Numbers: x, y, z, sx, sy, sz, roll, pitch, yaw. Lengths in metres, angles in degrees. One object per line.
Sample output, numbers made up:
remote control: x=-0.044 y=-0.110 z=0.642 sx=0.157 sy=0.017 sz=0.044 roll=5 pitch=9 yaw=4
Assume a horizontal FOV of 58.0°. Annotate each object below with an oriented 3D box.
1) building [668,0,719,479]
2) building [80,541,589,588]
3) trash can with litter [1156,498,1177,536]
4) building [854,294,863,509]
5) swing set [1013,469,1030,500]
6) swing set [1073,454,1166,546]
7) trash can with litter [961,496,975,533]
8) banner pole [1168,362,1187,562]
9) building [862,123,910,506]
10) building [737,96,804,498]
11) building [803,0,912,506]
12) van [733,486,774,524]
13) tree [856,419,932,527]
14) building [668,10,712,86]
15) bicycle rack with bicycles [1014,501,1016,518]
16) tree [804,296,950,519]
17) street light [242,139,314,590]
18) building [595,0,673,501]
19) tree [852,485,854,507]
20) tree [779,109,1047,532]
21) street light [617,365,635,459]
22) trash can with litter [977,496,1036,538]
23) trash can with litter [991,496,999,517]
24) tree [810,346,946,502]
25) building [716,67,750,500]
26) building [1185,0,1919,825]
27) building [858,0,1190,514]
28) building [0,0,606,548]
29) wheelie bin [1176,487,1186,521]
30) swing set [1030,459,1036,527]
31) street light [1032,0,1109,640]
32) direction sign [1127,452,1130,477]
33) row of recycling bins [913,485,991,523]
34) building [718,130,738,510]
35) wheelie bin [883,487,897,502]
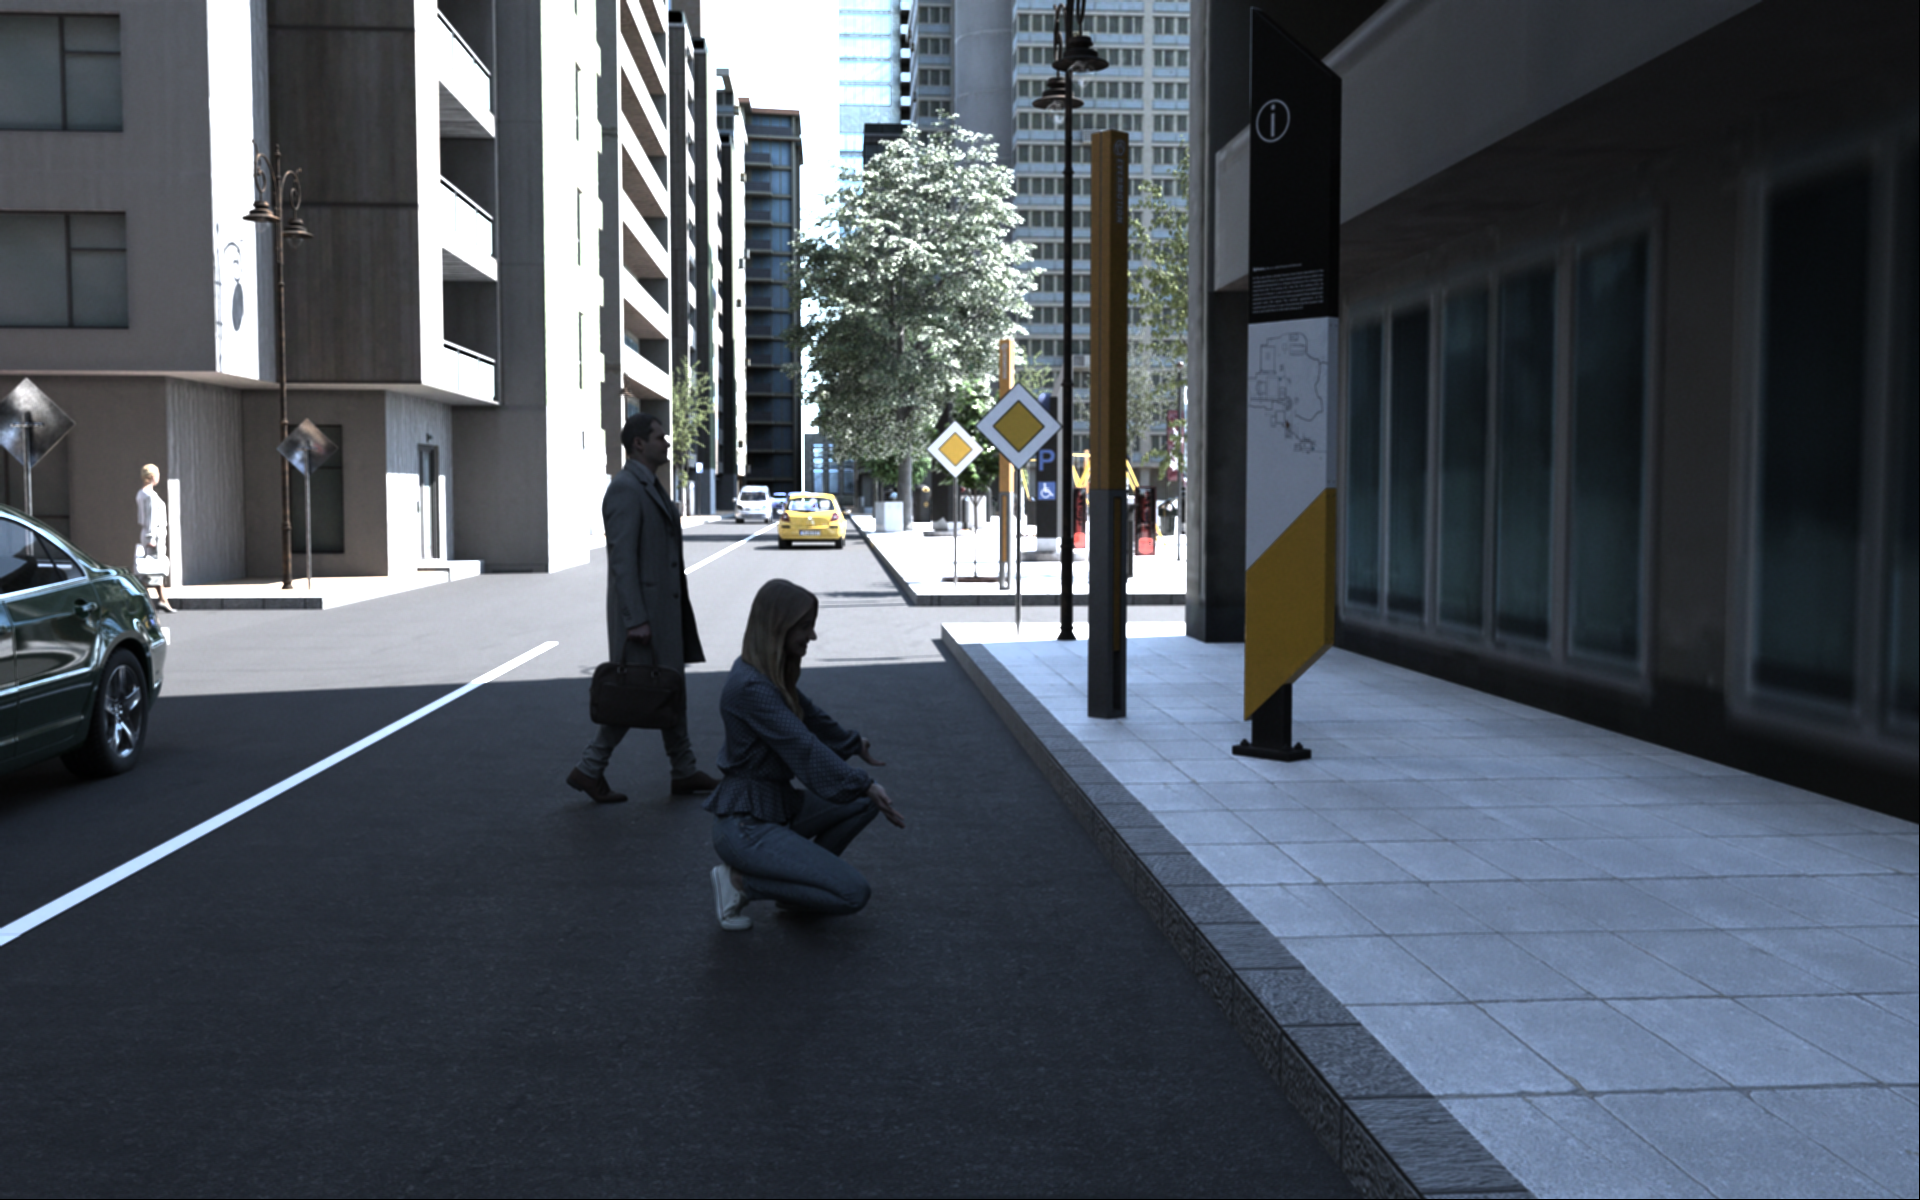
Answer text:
building: x=-23.961 y=-28.603 z=117.776 sx=14.600 sy=45.320 sz=14.200 roll=0 pitch=4 yaw=-4
building: x=-14.354 y=-21.069 z=28.067 sx=14.154 sy=41.232 sz=14.086 roll=0 pitch=4 yaw=-4
trash can with litter: x=6.052 y=-2.511 z=52.435 sx=1.055 sy=1.170 sz=0.624 roll=3 pitch=4 yaw=36
building: x=4.135 y=-19.312 z=160.793 sx=27.650 sy=21.520 sz=28.899 roll=0 pitch=4 yaw=-4
swing set: x=3.633 y=-4.916 z=77.999 sx=3.119 sy=2.851 sz=2.862 roll=3 pitch=4 yaw=37
swing set: x=3.714 y=-2.821 z=43.751 sx=2.862 sy=2.851 sz=3.119 roll=0 pitch=4 yaw=3
trash can with litter: x=0.331 y=-2.852 z=57.690 sx=1.678 sy=1.210 sz=2.233 roll=1 pitch=4 yaw=8
banner pole: x=4.303 y=-2.636 z=33.118 sx=0.401 sy=3.779 sz=0.863 roll=2 pitch=4 yaw=34
building: x=-0.783 y=-22.443 z=138.636 sx=14.160 sy=30.474 sz=14.107 roll=0 pitch=4 yaw=-4
building: x=-31.626 y=-32.771 z=190.431 sx=28.867 sy=44.769 sz=22.147 roll=0 pitch=4 yaw=-4
building: x=-1.822 y=-53.783 z=192.015 sx=31.000 sy=86.520 sz=22.319 roll=0 pitch=4 yaw=-4
van: x=-10.148 y=-4.791 z=85.338 sx=2.013 sy=2.044 sz=4.112 roll=0 pitch=4 yaw=-4
tree: x=-2.335 y=-5.140 z=67.757 sx=4.285 sy=4.588 sz=4.351 roll=0 pitch=3 yaw=0
building: x=-22.357 y=-20.335 z=104.182 sx=14.160 sy=30.474 sz=14.107 roll=0 pitch=4 yaw=-4
bicycle rack with bicycles: x=3.381 y=-4.834 z=92.415 sx=2.852 sy=0.926 sz=2.925 roll=2 pitch=4 yaw=30
tree: x=-4.290 y=-10.034 z=89.809 sx=9.928 sy=11.665 sz=9.643 roll=0 pitch=3 yaw=0
street light: x=-9.032 y=-3.076 z=23.085 sx=0.468 sy=5.910 sz=1.993 roll=0 pitch=4 yaw=-4
building: x=-24.405 y=-27.607 z=75.073 sx=21.300 sy=48.544 sz=21.600 roll=0 pitch=4 yaw=-4
tree: x=-10.378 y=-11.095 z=176.003 sx=1.663 sy=3.219 sz=1.824 roll=0 pitch=3 yaw=0
tree: x=-1.961 y=-9.304 z=58.782 sx=9.857 sy=13.997 sz=8.962 roll=0 pitch=3 yaw=0
street light: x=-11.974 y=-5.471 z=62.245 sx=0.468 sy=5.910 sz=1.993 roll=0 pitch=4 yaw=-4
trash can with litter: x=1.947 y=-2.487 z=51.723 sx=2.233 sy=1.210 sz=1.678 roll=3 pitch=4 yaw=38
trash can with litter: x=1.916 y=-5.281 z=97.738 sx=0.624 sy=1.170 sz=1.055 roll=3 pitch=4 yaw=38
tree: x=-4.485 y=-10.106 z=99.649 sx=8.767 sy=10.594 sz=7.601 roll=-2 pitch=4 yaw=-24
building: x=-31.261 y=-28.364 z=155.632 sx=23.993 sy=40.220 sz=32.217 roll=0 pitch=4 yaw=-4
building: x=13.444 y=-23.298 z=4.625 sx=21.300 sy=48.544 sz=21.600 roll=0 pitch=4 yaw=-4
building: x=9.119 y=-26.185 z=120.001 sx=32.217 sy=40.220 sz=23.993 roll=0 pitch=4 yaw=-4
building: x=-18.442 y=-22.402 z=49.870 sx=14.154 sy=41.232 sz=14.086 roll=0 pitch=4 yaw=-4
wheelie bin: x=10.172 y=-4.271 z=77.734 sx=0.980 sy=1.594 sz=0.693 roll=1 pitch=4 yaw=9
swing set: x=4.898 y=-4.342 z=68.608 sx=2.862 sy=2.851 sz=3.119 roll=2 pitch=4 yaw=31
street light: x=0.940 y=-2.587 z=15.090 sx=0.468 sy=5.910 sz=1.993 roll=0 pitch=4 yaw=-4
direction sign: x=9.022 y=-6.232 z=93.892 sx=0.379 sy=3.537 sz=0.876 roll=-1 pitch=4 yaw=-19
row of recycling bins: x=-0.355 y=-4.288 z=77.214 sx=3.534 sy=1.692 sz=1.069 roll=0 pitch=4 yaw=2
building: x=-24.578 y=-22.063 z=132.434 sx=14.160 sy=30.474 sz=14.107 roll=0 pitch=4 yaw=-4
wheelie bin: x=-3.153 y=-4.451 z=80.678 sx=0.980 sy=1.594 sz=0.693 roll=3 pitch=5 yaw=43
